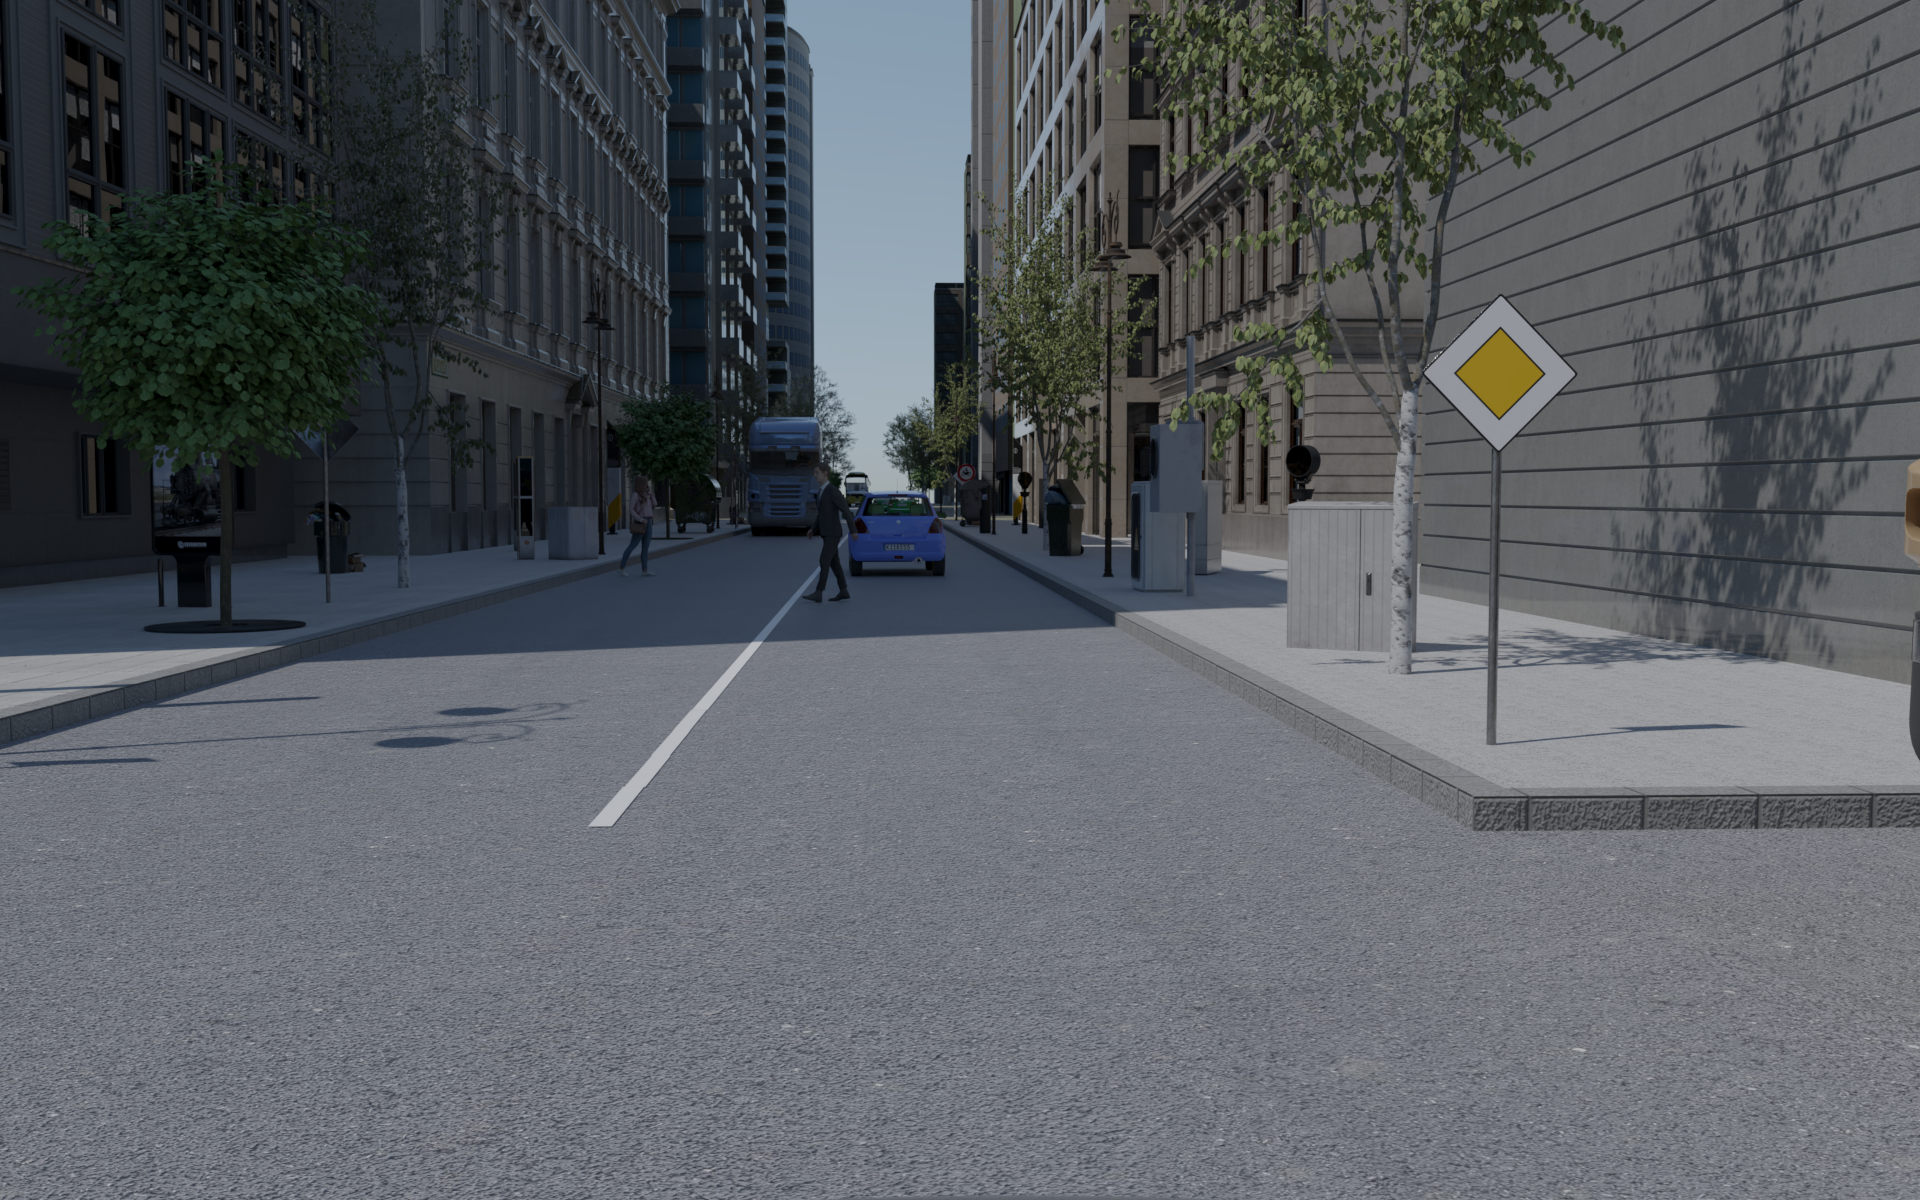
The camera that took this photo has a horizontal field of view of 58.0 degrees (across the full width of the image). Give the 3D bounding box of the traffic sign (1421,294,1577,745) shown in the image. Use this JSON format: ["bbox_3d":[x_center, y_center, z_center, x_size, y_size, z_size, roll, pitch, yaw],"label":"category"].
[{"bbox_3d":[2.715,-0.315,8.795,0.795,2.450,0.064,0,4,-3],"label":"traffic sign"}]

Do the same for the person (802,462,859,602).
[{"bbox_3d":[-1.792,-0.900,22.999,0.755,1.850,0.659,-2,4,-26],"label":"person"}]

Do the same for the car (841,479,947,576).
[{"bbox_3d":[-1.189,-1.345,31.586,1.945,1.707,3.694,0,4,-4],"label":"car"}]

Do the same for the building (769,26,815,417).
[{"bbox_3d":[-29.158,-41.138,214.607,21.231,58.520,28.212,0,4,-3],"label":"building"}]

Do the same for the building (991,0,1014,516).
[{"bbox_3d":[9.374,-27.979,107.574,14.600,45.320,14.200,0,4,-3],"label":"building"}]

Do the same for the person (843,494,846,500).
[{"bbox_3d":[-10.544,-8.869,156.759,0.557,1.426,1.065,1,4,22],"label":"person"}]

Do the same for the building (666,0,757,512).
[{"bbox_3d":[-26.070,-30.694,121.456,23.786,49.044,30.456,0,4,-3],"label":"building"}]

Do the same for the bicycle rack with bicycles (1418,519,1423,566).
[{"bbox_3d":[8.433,-0.897,28.053,2.852,0.926,2.925,2,4,31],"label":"bicycle rack with bicycles"}]

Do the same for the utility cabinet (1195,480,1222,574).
[{"bbox_3d":[3.937,-1.170,27.812,0.318,1.500,1.173,1,4,20],"label":"utility cabinet"}]

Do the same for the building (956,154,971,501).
[{"bbox_3d":[7.259,-23.154,150.262,14.160,30.474,14.107,0,4,-3],"label":"building"}]

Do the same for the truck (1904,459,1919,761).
[{"bbox_3d":[8.248,-0.986,5.031,11.283,4.237,2.839,0,4,-1],"label":"truck"}]

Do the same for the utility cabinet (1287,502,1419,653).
[{"bbox_3d":[3.225,-0.190,14.274,1.020,1.237,0.306,2,4,31],"label":"utility cabinet"}]

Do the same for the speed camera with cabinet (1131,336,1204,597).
[{"bbox_3d":[2.655,-1.719,22.439,0.660,3.252,2.038,0,4,-4],"label":"speed camera with cabinet"}]

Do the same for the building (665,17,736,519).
[{"bbox_3d":[-29.019,-24.619,94.395,32.217,40.220,23.993,0,4,-3],"label":"building"}]

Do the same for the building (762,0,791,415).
[{"bbox_3d":[-28.118,-53.262,183.512,22.319,86.520,31.000,0,4,-3],"label":"building"}]

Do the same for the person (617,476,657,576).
[{"bbox_3d":[-5.630,-1.289,30.172,0.643,1.750,0.593,1,4,18],"label":"person"}]

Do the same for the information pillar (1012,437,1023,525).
[{"bbox_3d":[2.365,-4.877,71.090,0.504,3.616,0.183,3,5,44],"label":"information pillar"}]

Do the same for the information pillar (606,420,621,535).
[{"bbox_3d":[-10.919,-3.870,54.629,0.504,3.616,0.183,2,4,28],"label":"information pillar"}]

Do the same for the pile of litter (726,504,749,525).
[{"bbox_3d":[-9.320,-3.628,73.279,1.176,0.858,1.719,0,4,-3],"label":"pile of litter"}]

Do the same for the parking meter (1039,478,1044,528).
[{"bbox_3d":[3.079,-3.618,64.865,0.255,1.863,0.399,0,4,3],"label":"parking meter"}]

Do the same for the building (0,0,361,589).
[{"bbox_3d":[-18.275,-13.962,21.789,14.314,27.812,24.014,0,4,-3],"label":"building"}]

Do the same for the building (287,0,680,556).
[{"bbox_3d":[-19.838,-17.113,56.210,17.030,29.872,44.131,0,4,-3],"label":"building"}]

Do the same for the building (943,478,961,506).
[{"bbox_3d":[14.181,-32.170,217.860,32.217,40.220,23.993,0,4,-3],"label":"building"}]

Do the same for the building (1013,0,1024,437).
[{"bbox_3d":[9.766,-25.076,93.586,14.154,41.232,14.086,0,4,-3],"label":"building"}]

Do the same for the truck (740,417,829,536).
[{"bbox_3d":[-6.317,-4.689,66.423,2.967,4.110,18.799,0,4,-3],"label":"truck"}]

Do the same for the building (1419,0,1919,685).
[{"bbox_3d":[20.859,-14.618,16.494,29.804,29.767,11.434,0,4,-3],"label":"building"}]

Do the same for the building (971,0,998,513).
[{"bbox_3d":[11.293,-35.868,128.443,21.231,58.520,28.212,0,4,-3],"label":"building"}]

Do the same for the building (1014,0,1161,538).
[{"bbox_3d":[13.006,-16.070,67.262,19.350,26.468,34.151,0,4,-3],"label":"building"}]

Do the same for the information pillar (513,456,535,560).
[{"bbox_3d":[-8.521,-1.800,33.930,0.304,2.012,0.304,-2,4,-23],"label":"information pillar"}]

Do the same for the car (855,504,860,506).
[{"bbox_3d":[-11.483,-11.852,203.558,2.009,1.686,4.222,0,4,-4],"label":"car"}]

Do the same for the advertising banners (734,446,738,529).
[{"bbox_3d":[-8.305,-4.156,64.139,0.090,3.025,2.074,0,4,-5],"label":"advertising banners"}]

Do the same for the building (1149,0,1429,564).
[{"bbox_3d":[10.657,-10.749,40.371,10.561,19.102,19.286,0,4,-3],"label":"building"}]

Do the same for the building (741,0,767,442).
[{"bbox_3d":[-23.570,-30.207,143.988,14.600,45.320,14.200,0,4,-3],"label":"building"}]

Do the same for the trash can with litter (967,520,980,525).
[{"bbox_3d":[0.620,-3.658,71.198,0.624,1.170,1.055,-1,4,-19],"label":"trash can with litter"}]

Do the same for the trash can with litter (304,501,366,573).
[{"bbox_3d":[-10.163,-1.031,28.245,0.624,1.170,1.055,0,4,7],"label":"trash can with litter"}]

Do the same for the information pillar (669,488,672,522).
[{"bbox_3d":[-13.534,-5.418,79.946,0.183,3.616,0.504,1,4,19],"label":"information pillar"}]

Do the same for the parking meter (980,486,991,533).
[{"bbox_3d":[0.823,-2.944,56.547,0.372,1.533,0.369,0,3,0],"label":"parking meter"}]

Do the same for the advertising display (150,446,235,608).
[{"bbox_3d":[-8.683,-0.880,19.596,0.974,1.923,0.123,1,4,11],"label":"advertising display"}]

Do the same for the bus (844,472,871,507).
[{"bbox_3d":[-11.530,-12.312,192.855,2.896,3.916,12.252,0,4,-4],"label":"bus"}]

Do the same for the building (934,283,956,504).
[{"bbox_3d":[3.372,-28.441,236.713,14.160,30.474,14.107,0,4,-3],"label":"building"}]
